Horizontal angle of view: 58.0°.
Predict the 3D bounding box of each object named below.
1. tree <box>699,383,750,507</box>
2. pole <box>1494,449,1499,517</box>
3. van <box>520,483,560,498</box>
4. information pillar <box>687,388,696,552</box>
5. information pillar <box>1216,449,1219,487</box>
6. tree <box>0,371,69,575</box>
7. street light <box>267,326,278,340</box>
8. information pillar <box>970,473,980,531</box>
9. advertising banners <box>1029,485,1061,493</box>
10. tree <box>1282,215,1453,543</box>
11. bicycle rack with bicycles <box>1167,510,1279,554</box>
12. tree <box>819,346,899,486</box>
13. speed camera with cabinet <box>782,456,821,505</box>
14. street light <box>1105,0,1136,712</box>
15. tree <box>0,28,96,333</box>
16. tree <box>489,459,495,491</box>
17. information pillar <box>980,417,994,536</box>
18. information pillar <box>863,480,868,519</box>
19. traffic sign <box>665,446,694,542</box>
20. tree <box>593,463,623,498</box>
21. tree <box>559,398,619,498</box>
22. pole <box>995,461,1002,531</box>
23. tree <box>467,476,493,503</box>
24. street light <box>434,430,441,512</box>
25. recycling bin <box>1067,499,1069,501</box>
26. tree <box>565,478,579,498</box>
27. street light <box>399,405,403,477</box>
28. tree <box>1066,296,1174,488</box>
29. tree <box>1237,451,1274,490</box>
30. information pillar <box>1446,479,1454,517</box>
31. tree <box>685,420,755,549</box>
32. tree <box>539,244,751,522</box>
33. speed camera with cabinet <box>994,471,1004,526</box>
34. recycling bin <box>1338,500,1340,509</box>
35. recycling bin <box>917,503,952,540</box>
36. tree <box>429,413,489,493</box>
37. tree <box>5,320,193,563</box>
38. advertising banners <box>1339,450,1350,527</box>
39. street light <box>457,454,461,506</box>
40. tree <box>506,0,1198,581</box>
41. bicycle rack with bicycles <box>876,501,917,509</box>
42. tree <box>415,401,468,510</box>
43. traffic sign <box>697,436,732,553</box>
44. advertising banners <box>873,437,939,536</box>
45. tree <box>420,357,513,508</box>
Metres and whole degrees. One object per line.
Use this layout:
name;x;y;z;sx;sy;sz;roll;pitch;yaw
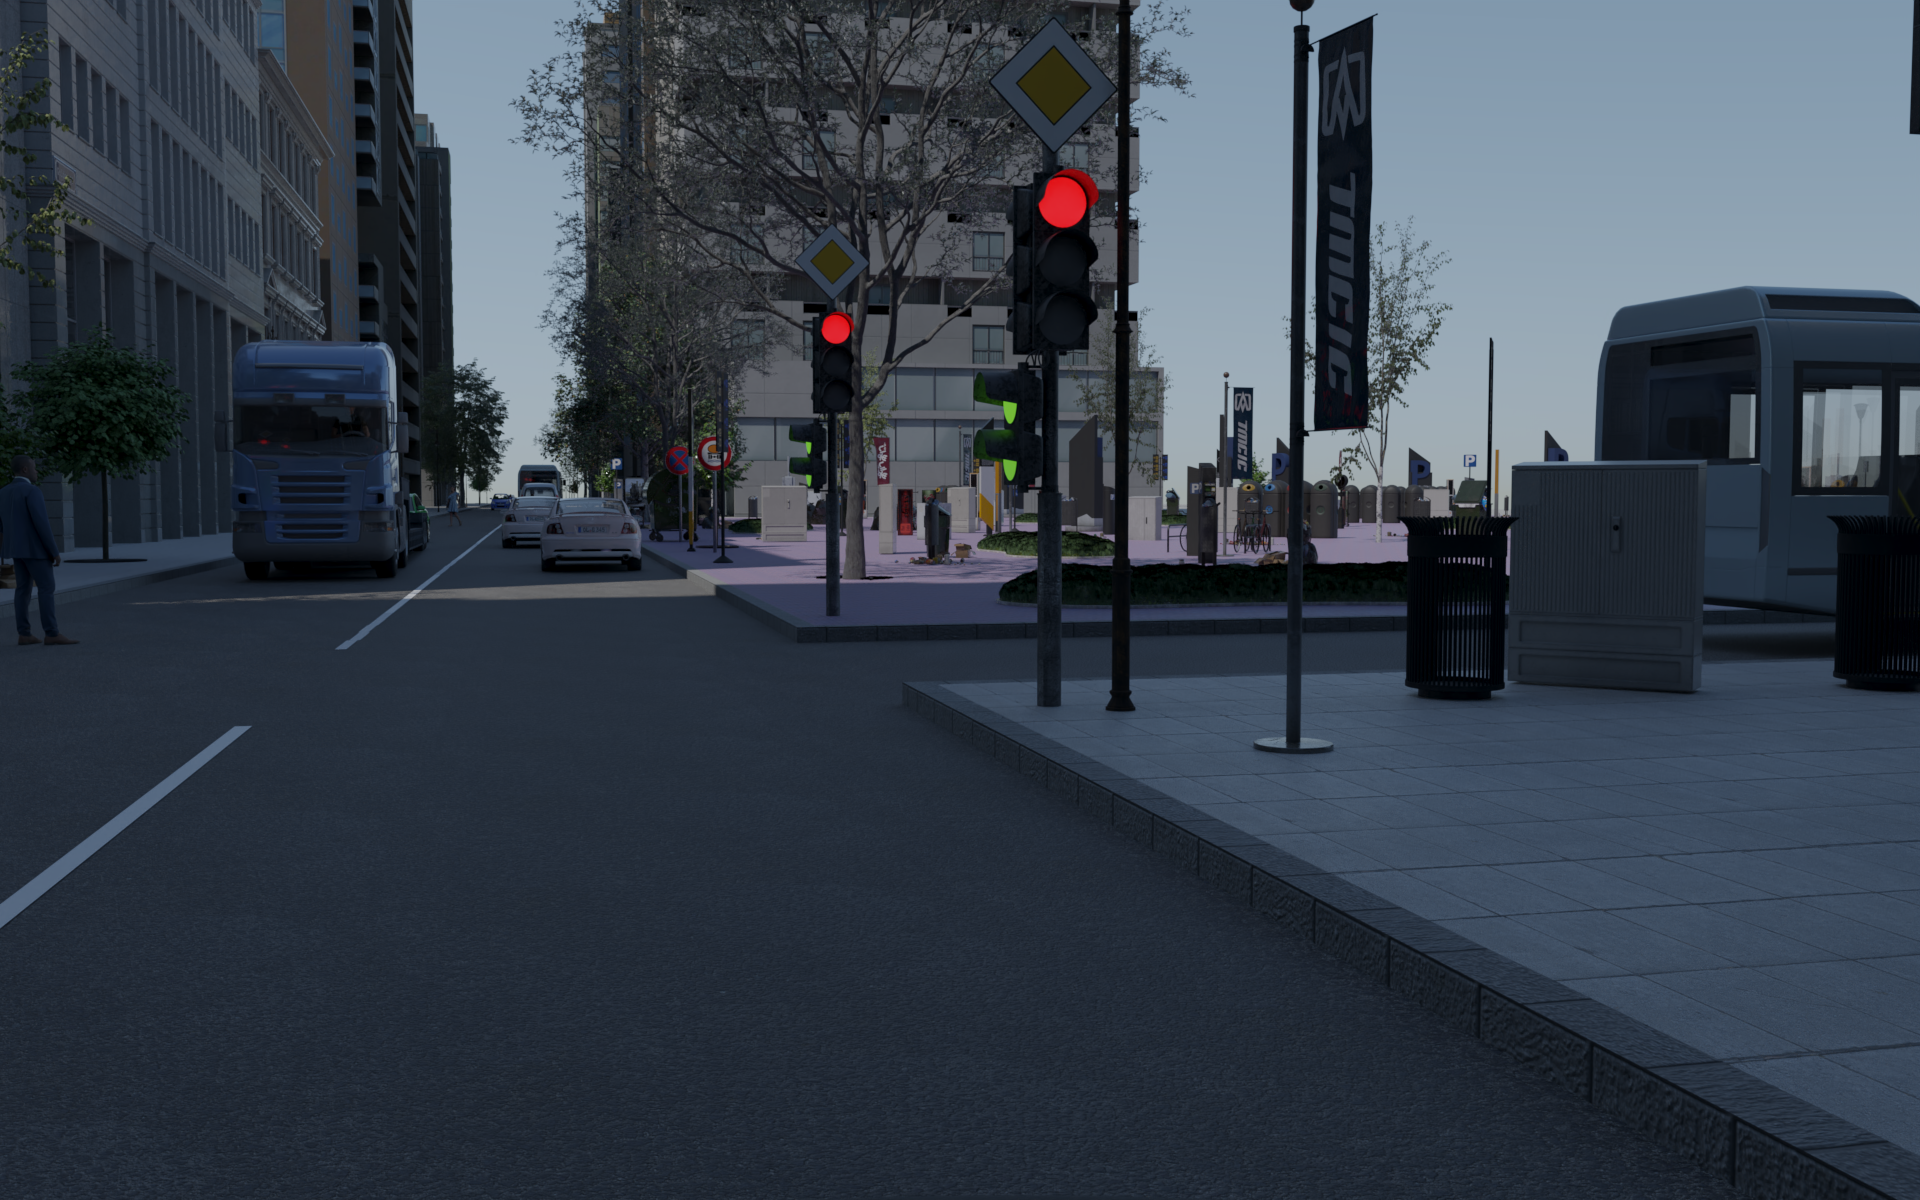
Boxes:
tree;-12.747;-8.379;87.365;4.360;8.622;3.978;0;3;0
pole;24.533;-5.218;79.161;0.158;3.312;0.155;0;3;0
van;-16.573;-3.754;68.388;2.013;2.044;4.112;-1;4;-13
information pillar;-6.011;-2.894;38.672;0.183;3.616;0.504;0;4;-6
information pillar;13.435;-5.988;89.253;0.504;3.616;0.183;0;4;-6
tree;-15.042;-1.989;27.116;1.663;3.219;1.824;0;3;0
street light;-18.892;-4.586;47.774;0.468;5.910;1.993;-1;4;-14
information pillar;0.532;-3.434;60.640;0.304;2.012;0.304;1;4;19
advertising banners;3.470;-4.646;72.155;0.090;3.025;2.074;-3;5;-39
tree;10.930;-5.836;45.788;4.360;8.622;3.978;0;3;0
bicycle rack with bicycles;5.957;-1.538;38.534;2.852;0.926;2.925;2;4;29
tree;-4.966;-8.338;86.696;4.737;8.622;4.395;0;3;0
speed camera with cabinet;-8.294;-5.905;90.887;2.038;3.252;0.660;0;4;-4
street light;0.954;-2.283;10.115;0.468;5.910;1.993;-1;4;-14
tree;-12.507;-4.253;19.897;4.737;8.622;4.395;0;3;0
tree;-59.056;-16.056;212.878;4.737;8.622;4.395;0;3;0
information pillar;0.823;-3.737;52.452;0.504;3.616;0.183;-2;4;-32
information pillar;-4.978;-5.242;90.198;0.304;2.012;0.304;0;4;7
traffic sign;-7.428;-2.805;45.975;0.768;2.556;0.104;0;4;-5
tree;-19.407;-6.207;96.091;1.663;3.219;1.824;0;3;0
tree;-26.921;-10.739;125.938;4.360;8.622;3.978;0;3;0
pole;1.276;-3.906;57.710;0.158;3.312;0.155;0;3;0
tree;-67.369;-15.879;243.328;4.285;4.588;4.351;0;3;0
street light;-37.012;-9.172;122.756;0.468;5.910;1.993;-1;4;-14
recycling bin;5.390;-4.508;86.261;0.722;1.027;0.722;-3;4;-39
tree;-43.149;-12.188;193.872;1.663;3.219;1.824;0;3;0
street light;-29.168;-7.196;90.436;0.468;5.910;1.993;-1;4;-14
tree;5.984;-6.947;63.944;4.360;8.622;3.978;0;3;0
tree;13.200;-5.090;77.820;1.663;3.219;1.824;0;3;0
information pillar;24.462;-5.017;86.521;0.304;2.012;0.304;0;4;1
tree;-5.675;-2.855;41.280;1.663;3.219;1.824;0;3;0
tree;-14.237;-9.872;78.422;9.611;12.733;9.660;0;3;0
speed camera with cabinet;1.364;-4.587;69.330;0.660;3.252;2.038;0;4;7
recycling bin;17.016;-4.086;79.364;0.722;1.027;0.722;-2;4;-34
recycling bin;-0.723;-2.209;48.663;0.722;1.027;0.722;3;5;43
tree;-44.011;-12.273;151.018;4.737;8.622;4.395;0;3;0
tree;-16.303;-2.998;32.729;4.285;4.588;4.351;0;3;0
advertising banners;15.162;-4.416;68.385;0.090;3.025;2.074;0;4;2
street light;-44.711;-11.112;154.473;0.468;5.910;1.993;-1;4;-14
tree;-1.475;-7.062;25.830;12.009;13.543;11.850;0;3;0
bicycle rack with bicycles;-3.301;-4.765;91.290;2.925;0.926;2.852;-3;5;-43
tree;-40.847;-11.438;137.378;4.360;8.622;3.978;0;3;0
traffic sign;-5.370;-2.312;37.903;0.768;2.556;0.104;-1;4;-13
advertising banners;-1.660;-3.502;53.440;2.074;3.025;0.090;-1;4;-13
tree;-46.332;-15.521;160.420;9.857;13.997;8.962;0;3;0
